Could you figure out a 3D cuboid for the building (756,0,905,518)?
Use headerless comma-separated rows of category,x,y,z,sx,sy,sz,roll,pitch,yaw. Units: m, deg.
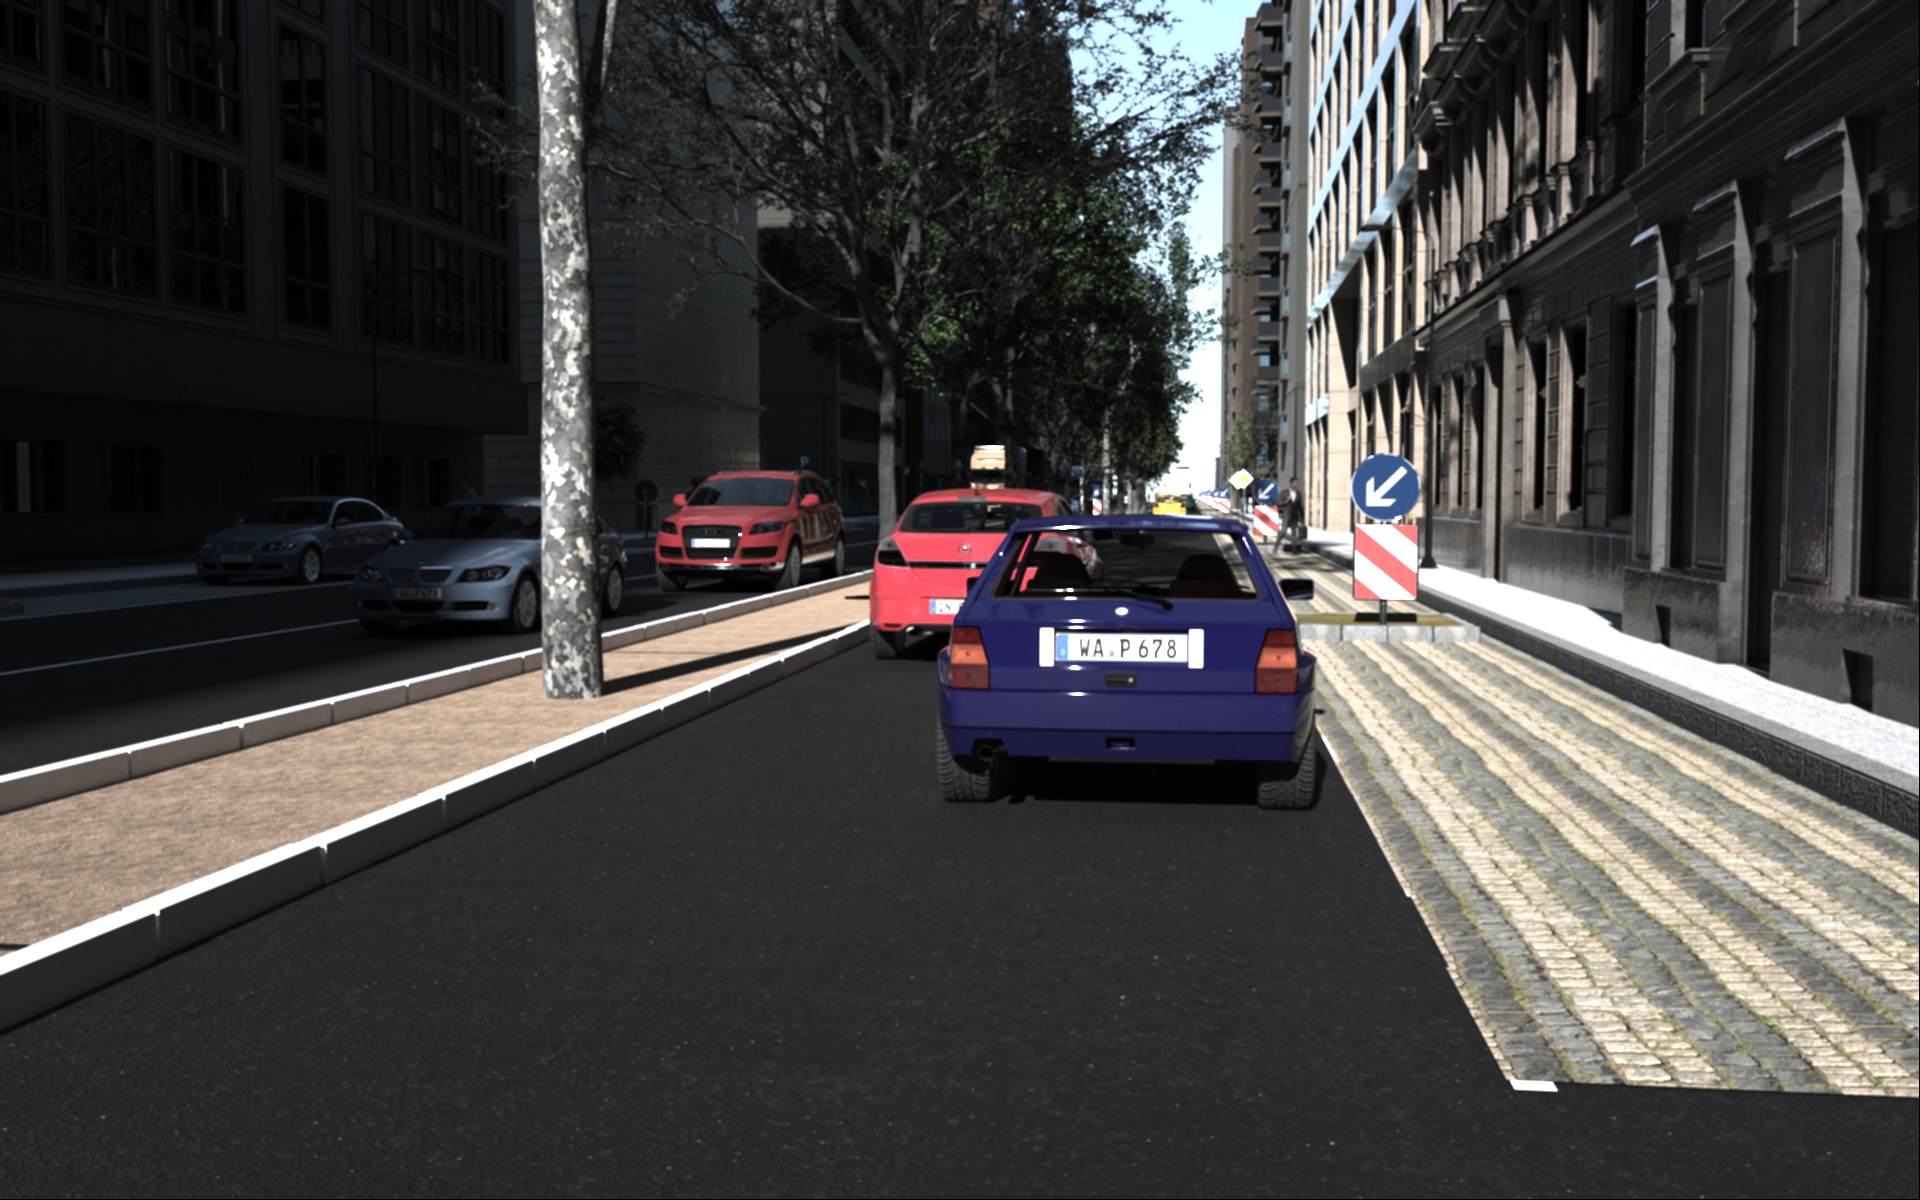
building,-15.405,-29.036,98.441,21.300,48.544,21.600,0,4,8

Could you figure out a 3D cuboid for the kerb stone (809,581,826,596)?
kerb stone,-2.093,-0.137,24.429,0.120,0.150,1.000,0,4,8

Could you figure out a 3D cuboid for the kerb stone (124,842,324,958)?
kerb stone,-2.463,1.000,5.848,0.120,0.150,1.000,0,4,8

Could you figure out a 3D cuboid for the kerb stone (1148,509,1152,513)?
kerb stone,15.776,-7.362,142.571,0.120,0.150,1.000,0,4,8

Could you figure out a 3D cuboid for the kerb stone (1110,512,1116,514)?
kerb stone,10.712,-6.012,120.490,0.120,0.150,1.000,0,4,8

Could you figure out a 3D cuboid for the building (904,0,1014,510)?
building,-3.033,-30.360,146.494,14.600,45.320,14.200,0,4,8

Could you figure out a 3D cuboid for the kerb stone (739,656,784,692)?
kerb stone,-1.513,0.564,12.979,0.120,0.150,1.000,0,4,8

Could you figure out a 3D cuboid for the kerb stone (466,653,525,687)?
kerb stone,-3.596,0.548,13.237,0.120,0.150,1.000,0,4,8

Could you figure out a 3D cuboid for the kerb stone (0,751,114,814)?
kerb stone,-4.269,0.859,8.149,0.120,0.150,1.000,0,4,8

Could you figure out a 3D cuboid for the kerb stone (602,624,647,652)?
kerb stone,-3.182,0.364,16.293,0.120,0.150,1.000,0,4,8

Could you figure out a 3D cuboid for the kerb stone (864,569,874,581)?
kerb stone,-1.561,-0.385,28.490,0.120,0.150,1.000,0,4,8

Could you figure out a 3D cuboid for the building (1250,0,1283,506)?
building,32.140,-28.638,122.852,22.147,44.769,28.867,0,4,8

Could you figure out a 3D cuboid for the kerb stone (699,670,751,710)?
kerb stone,-1.648,0.628,11.966,0.120,0.150,1.000,0,4,8

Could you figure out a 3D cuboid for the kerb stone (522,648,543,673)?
kerb stone,-3.454,0.486,14.252,0.120,0.150,1.000,0,4,8

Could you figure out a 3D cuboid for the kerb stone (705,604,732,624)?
kerb stone,-2.768,0.178,19.348,0.120,0.150,1.000,0,4,8

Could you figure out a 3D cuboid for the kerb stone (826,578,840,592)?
kerb stone,-1.960,-0.199,25.445,0.120,0.150,1.000,0,4,8

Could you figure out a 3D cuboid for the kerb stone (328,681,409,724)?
kerb stone,-3.861,0.673,11.199,0.120,0.150,1.000,0,4,8

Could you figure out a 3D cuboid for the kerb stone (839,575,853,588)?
kerb stone,-1.823,-0.261,26.462,0.120,0.150,1.000,0,4,8

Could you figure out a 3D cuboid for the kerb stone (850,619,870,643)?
kerb stone,-0.966,0.315,17.049,0.120,0.150,1.000,0,4,8

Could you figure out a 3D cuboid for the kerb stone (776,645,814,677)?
kerb stone,-1.369,0.501,14.003,0.120,0.150,1.000,0,4,8

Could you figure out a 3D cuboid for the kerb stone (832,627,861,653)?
kerb stone,-1.095,0.383,16.032,0.120,0.150,1.000,0,4,8

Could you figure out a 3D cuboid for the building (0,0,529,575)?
building,-19.561,-14.702,33.889,14.314,27.812,24.014,0,4,8

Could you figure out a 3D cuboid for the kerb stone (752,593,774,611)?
kerb stone,-2.509,0.053,21.376,0.120,0.150,1.000,0,4,8

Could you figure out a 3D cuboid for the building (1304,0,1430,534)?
building,20.965,-15.016,50.024,19.350,26.468,34.151,0,4,8

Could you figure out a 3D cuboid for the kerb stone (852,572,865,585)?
kerb stone,-1.696,-0.318,27.477,0.120,0.150,1.000,0,4,8

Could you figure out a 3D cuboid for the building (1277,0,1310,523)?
building,26.768,-28.232,85.288,21.600,48.544,21.300,0,4,8

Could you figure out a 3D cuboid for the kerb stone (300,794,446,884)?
kerb stone,-2.319,0.940,6.862,0.120,0.150,1.000,0,4,8

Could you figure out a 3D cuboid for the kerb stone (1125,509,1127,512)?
kerb stone,14.506,-7.752,148.932,0.120,0.150,1.000,0,4,8

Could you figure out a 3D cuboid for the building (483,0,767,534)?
building,-30.505,-17.674,65.377,44.131,29.872,17.030,0,4,8

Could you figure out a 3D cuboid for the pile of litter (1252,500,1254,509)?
pile of litter,24.915,-8.219,148.351,1.176,0.858,1.719,0,4,8

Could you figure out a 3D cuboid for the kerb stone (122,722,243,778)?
kerb stone,-4.139,0.799,9.163,0.120,0.150,1.000,0,4,8

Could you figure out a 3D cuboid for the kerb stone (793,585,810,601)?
kerb stone,-2.237,-0.071,23.416,0.120,0.150,1.000,0,4,8

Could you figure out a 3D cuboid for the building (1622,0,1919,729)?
building,9.571,-9.587,5.894,9.793,20.994,18.267,0,4,8

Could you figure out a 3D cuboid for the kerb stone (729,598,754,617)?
kerb stone,-2.639,0.112,20.362,0.120,0.150,1.000,0,4,8

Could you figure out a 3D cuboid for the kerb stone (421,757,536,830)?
kerb stone,-2.187,0.875,7.882,0.120,0.150,1.000,0,4,8

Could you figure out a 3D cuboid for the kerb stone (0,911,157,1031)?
kerb stone,-2.592,1.062,4.827,0.120,0.150,1.000,0,4,8

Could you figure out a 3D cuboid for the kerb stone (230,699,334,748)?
kerb stone,-4.000,0.735,10.186,0.120,0.150,1.000,0,4,8

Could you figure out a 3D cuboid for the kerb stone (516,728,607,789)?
kerb stone,-2.052,0.813,8.898,0.120,0.150,1.000,0,4,8

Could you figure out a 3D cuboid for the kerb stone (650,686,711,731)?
kerb stone,-1.783,0.691,10.938,0.120,0.150,1.000,0,4,8

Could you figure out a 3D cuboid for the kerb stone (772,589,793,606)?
kerb stone,-2.368,-0.012,22.388,0.120,0.150,1.000,0,4,8

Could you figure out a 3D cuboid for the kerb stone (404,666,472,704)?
kerb stone,-3.724,0.610,12.219,0.120,0.150,1.000,0,4,8

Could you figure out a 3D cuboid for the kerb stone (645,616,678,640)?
kerb stone,-3.045,0.299,17.311,0.120,0.150,1.000,0,4,8

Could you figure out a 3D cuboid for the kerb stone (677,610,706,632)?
kerb stone,-2.913,0.237,18.327,0.120,0.150,1.000,0,4,8

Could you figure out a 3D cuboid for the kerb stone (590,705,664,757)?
kerb stone,-1.920,0.751,9.918,0.120,0.150,1.000,0,4,8

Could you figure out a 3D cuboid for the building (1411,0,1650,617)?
building,12.574,-9.776,24.460,10.561,19.102,19.286,0,4,8

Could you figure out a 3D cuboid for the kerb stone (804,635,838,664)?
kerb stone,-1.236,0.439,15.018,0.120,0.150,1.000,0,4,8
